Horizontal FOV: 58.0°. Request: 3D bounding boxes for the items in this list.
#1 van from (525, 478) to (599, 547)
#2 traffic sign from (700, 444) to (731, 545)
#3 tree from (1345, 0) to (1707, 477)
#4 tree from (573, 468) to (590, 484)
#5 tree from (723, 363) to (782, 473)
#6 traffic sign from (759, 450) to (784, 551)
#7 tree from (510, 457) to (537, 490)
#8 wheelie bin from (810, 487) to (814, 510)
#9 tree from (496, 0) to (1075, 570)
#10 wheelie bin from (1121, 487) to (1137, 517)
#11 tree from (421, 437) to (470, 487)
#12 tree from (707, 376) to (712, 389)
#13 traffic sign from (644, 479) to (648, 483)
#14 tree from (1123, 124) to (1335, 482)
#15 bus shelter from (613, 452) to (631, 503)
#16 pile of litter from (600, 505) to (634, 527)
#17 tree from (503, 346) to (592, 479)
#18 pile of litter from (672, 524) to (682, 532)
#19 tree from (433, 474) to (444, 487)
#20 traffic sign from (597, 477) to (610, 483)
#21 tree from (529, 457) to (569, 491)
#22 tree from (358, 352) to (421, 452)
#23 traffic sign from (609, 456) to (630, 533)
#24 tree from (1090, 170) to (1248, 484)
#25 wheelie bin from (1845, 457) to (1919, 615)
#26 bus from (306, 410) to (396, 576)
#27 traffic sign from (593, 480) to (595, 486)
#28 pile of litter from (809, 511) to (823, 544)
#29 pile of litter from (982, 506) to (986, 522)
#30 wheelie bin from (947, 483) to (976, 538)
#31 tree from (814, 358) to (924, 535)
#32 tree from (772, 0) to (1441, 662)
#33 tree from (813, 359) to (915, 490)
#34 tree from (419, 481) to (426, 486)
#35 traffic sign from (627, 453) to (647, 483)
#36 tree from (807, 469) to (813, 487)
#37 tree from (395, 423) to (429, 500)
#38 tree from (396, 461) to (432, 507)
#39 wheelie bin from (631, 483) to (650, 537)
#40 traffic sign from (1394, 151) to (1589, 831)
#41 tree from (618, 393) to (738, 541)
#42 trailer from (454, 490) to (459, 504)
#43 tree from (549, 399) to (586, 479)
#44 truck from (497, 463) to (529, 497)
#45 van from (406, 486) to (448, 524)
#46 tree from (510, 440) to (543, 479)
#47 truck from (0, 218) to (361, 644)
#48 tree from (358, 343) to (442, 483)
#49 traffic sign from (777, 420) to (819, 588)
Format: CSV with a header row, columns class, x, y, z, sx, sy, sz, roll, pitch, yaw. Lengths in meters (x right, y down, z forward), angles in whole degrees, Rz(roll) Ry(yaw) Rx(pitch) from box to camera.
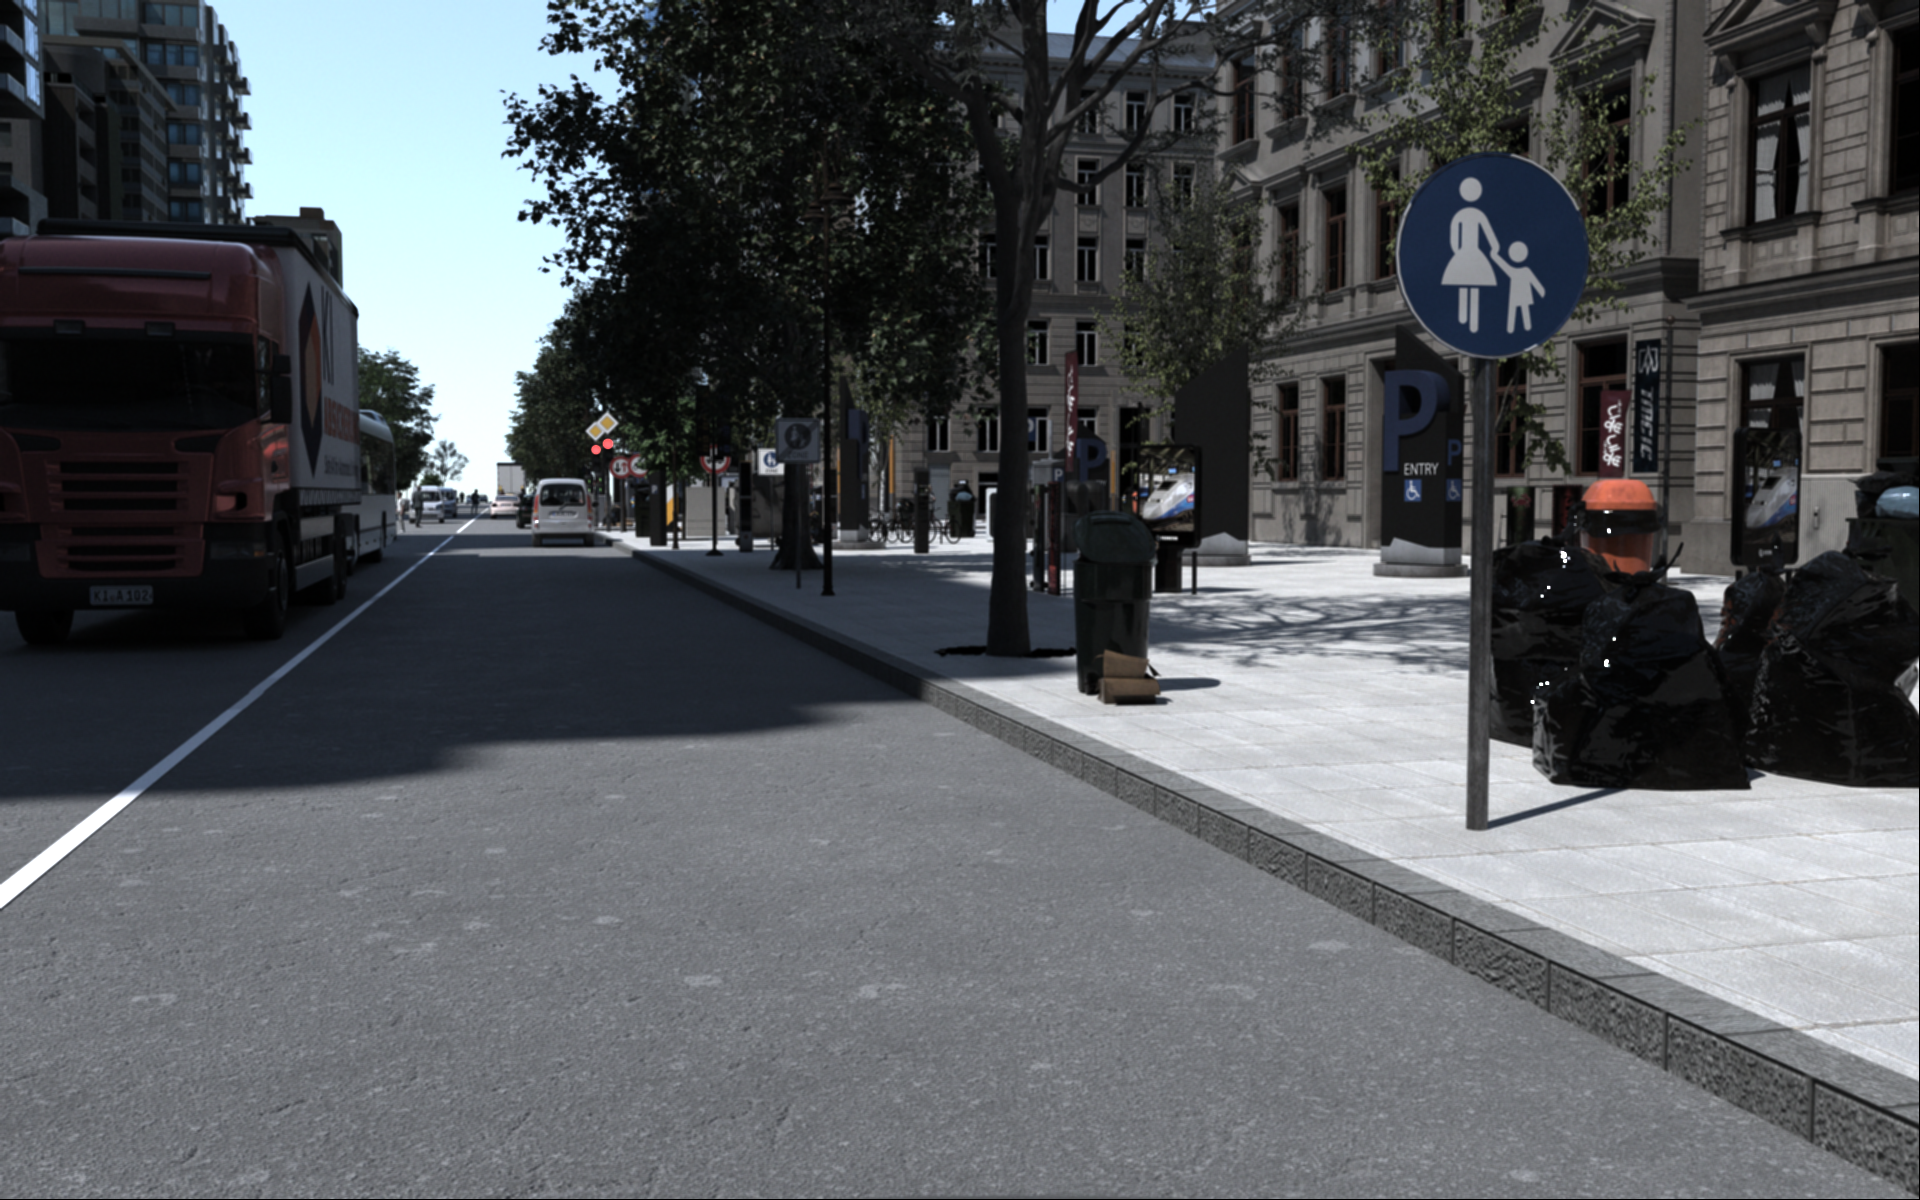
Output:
class,x,y,z,sx,sy,sz,roll,pitch,yaw
van,-11.000,-2.503,47.941,2.013,2.044,4.112,-1,4,-13
traffic sign,-6.179,-2.672,43.789,0.768,2.556,0.104,-1,4,-9
tree,7.089,-4.425,22.712,4.737,8.622,4.395,0,3,0
tree,-25.373,-7.454,116.480,1.663,3.219,1.824,0,3,0
tree,-8.494,-7.886,79.292,4.737,8.622,4.395,0,3,0
traffic sign,-4.264,-2.271,39.267,0.606,2.300,0.079,0,4,-5
tree,-69.525,-21.867,283.286,9.928,11.665,9.643,0,3,0
wheelie bin,-6.431,-4.164,75.996,0.693,1.594,0.980,-1,4,-9
tree,-2.876,-6.878,29.457,9.611,12.733,9.660,0,3,0
wheelie bin,7.814,-4.371,79.378,0.693,1.594,0.980,2,4,29
tree,-84.668,-21.334,283.217,8.767,10.594,7.601,-2,4,-30
tree,-13.681,-9.143,99.847,4.737,8.622,4.395,0,3,0
traffic sign,-19.753,-6.661,109.008,0.768,2.556,0.104,0,4,-7
tree,5.062,-5.157,34.683,4.360,8.622,3.978,0,3,0
bus shelter,-19.262,-6.636,99.785,1.731,3.624,6.357,-1,4,-15
pile of litter,-13.424,-3.332,68.450,1.719,0.858,1.176,-2,4,-23
tree,-31.020,-13.125,132.728,7.486,12.596,7.792,0,3,0
pile of litter,-9.863,-2.748,58.888,1.176,0.858,1.719,-1,4,-20
tree,-74.962,-16.020,245.635,4.285,4.588,4.351,0,3,0
traffic sign,-21.245,-6.303,103.165,0.768,2.556,0.104,-1,4,-14
tree,-58.679,-17.947,243.789,4.737,8.622,4.395,0,3,0
tree,-44.184,-12.395,128.419,9.928,11.665,9.643,0,3,0
traffic sign,-11.265,-3.516,57.593,0.768,2.556,0.104,-1,4,-14
tree,5.284,-5.470,39.797,4.737,8.622,4.395,0,3,0
wheelie bin,8.064,-0.425,14.863,0.693,1.594,0.980,0,4,-4
bus,-12.513,-2.319,32.777,2.948,3.499,13.247,-1,4,-14
traffic sign,-29.827,-8.552,139.936,0.768,2.556,0.104,-1,4,-8
pile of litter,-4.041,-1.866,44.476,1.176,0.858,1.719,2,4,25
pile of litter,1.590,-4.034,79.924,1.176,0.858,1.719,0,4,4
wheelie bin,0.041,-2.634,50.970,0.693,1.594,0.980,-3,4,-38
tree,-2.450,-6.379,54.653,4.737,8.622,4.395,0,3,0
tree,0.466,-6.296,13.302,12.009,13.543,11.850,0,3,0
tree,-3.459,-7.426,71.780,4.360,8.622,3.978,0,3,0
tree,-71.866,-14.469,231.174,1.663,3.219,1.824,0,3,0
traffic sign,-9.965,-3.293,53.952,0.768,2.556,0.104,0,4,-6
tree,-6.517,-8.233,84.971,4.360,8.622,3.978,0,3,0
tree,-58.437,-14.083,180.613,4.737,8.622,4.395,0,3,0
tree,-55.261,-11.404,170.169,4.285,4.588,4.351,0,3,0
wheelie bin,-9.326,-2.670,51.555,0.980,1.594,0.693,0,4,-3
traffic sign,1.981,-0.395,6.559,0.768,2.556,0.104,-1,4,-9
tree,-7.773,-3.940,48.126,4.285,4.588,4.351,0,3,0
trailer,-72.322,-14.690,247.227,1.471,1.999,3.904,-1,4,-16
tree,-24.991,-9.833,111.132,4.360,8.622,3.978,0,3,0
truck,-41.280,-10.446,159.697,2.839,4.237,11.283,-1,4,-13
van,-26.398,-4.815,85.736,2.013,2.044,4.112,-1,4,-16
tree,-49.660,-16.614,206.049,8.767,10.594,7.601,0,4,0
truck,-8.713,-1.909,20.121,2.839,4.237,11.283,-1,4,-15
tree,-49.308,-14.712,147.199,9.857,13.997,8.962,0,3,0
traffic sign,-2.193,-1.304,23.456,0.606,2.300,0.079,-1,4,-10
